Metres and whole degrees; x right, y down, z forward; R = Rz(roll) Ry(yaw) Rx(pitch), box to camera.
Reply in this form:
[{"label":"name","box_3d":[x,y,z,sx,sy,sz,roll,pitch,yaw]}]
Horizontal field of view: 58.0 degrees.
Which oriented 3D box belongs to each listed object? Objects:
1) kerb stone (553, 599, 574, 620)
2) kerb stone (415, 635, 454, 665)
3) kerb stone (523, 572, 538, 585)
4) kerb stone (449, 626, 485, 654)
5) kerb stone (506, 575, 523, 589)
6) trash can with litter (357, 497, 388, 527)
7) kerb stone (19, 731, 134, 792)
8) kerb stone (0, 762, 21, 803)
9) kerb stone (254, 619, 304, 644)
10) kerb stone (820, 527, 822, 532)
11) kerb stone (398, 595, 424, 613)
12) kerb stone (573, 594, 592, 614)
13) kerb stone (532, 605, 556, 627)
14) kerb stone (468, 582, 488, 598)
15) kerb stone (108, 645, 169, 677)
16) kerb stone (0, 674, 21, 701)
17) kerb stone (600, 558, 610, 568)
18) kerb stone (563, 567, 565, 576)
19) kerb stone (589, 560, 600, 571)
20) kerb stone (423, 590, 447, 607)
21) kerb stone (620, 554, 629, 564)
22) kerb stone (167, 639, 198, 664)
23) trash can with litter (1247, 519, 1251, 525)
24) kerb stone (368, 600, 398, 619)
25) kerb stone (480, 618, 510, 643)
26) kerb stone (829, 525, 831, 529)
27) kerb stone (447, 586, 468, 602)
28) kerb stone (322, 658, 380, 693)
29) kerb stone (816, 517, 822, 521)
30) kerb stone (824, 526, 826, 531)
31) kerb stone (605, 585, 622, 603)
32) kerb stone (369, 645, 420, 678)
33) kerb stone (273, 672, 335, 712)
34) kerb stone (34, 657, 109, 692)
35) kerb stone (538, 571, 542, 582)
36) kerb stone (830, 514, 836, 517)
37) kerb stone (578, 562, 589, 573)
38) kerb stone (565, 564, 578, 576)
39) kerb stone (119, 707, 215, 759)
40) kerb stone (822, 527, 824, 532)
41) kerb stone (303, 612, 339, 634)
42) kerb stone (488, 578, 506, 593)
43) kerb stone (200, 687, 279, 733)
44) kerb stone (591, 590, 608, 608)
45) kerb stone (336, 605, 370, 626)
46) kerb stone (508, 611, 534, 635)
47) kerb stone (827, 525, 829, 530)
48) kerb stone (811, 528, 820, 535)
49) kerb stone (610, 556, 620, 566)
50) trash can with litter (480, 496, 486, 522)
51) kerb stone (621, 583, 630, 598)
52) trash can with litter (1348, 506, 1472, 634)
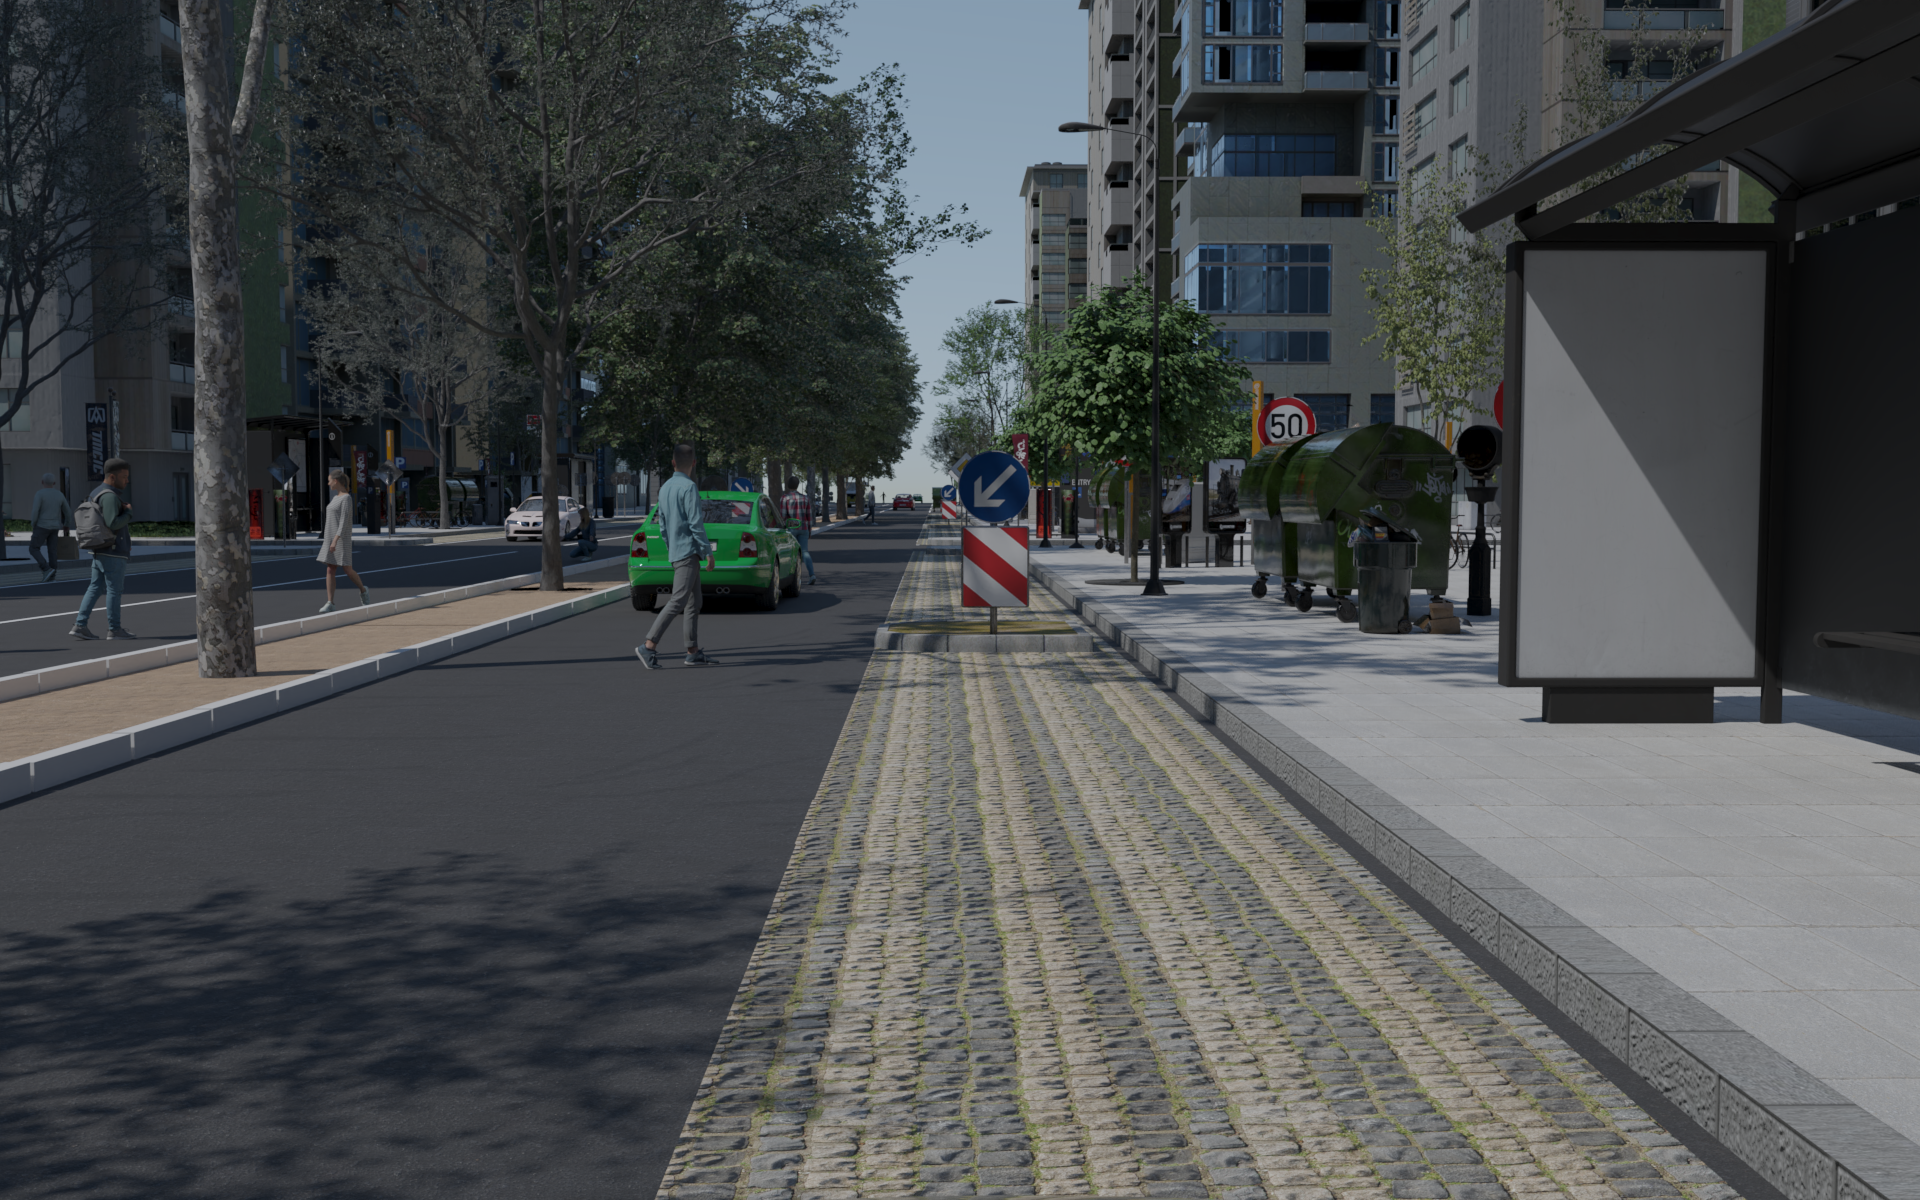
[{"label":"kerb stone","box_3d":[-4.668,0.129,20.094,0.120,0.150,1.000,0,4,-1]},{"label":"kerb stone","box_3d":[-4.594,0.444,14.972,0.120,0.150,1.000,0,4,-1]},{"label":"kerb stone","box_3d":[-6.866,-0.311,27.279,0.120,0.150,1.000,0,4,-1]},{"label":"kerb stone","box_3d":[-4.606,0.379,15.996,0.120,0.150,1.000,0,4,-1]},{"label":"kerb stone","box_3d":[-6.850,-0.248,26.253,0.120,0.150,1.000,0,4,-1]},{"label":"trash can with litter","box_3d":[-23.101,-3.469,68.112,1.055,1.170,0.624,-3,5,-44]},{"label":"kerb stone","box_3d":[-4.513,0.824,8.817,0.120,0.150,1.000,0,4,-1]},{"label":"kerb stone","box_3d":[-4.504,0.882,7.795,0.120,0.150,1.000,0,4,-1]},{"label":"kerb stone","box_3d":[-6.726,0.316,17.033,0.120,0.150,1.000,0,4,-1]},{"label":"kerb stone","box_3d":[-5.261,-2.535,63.718,0.120,0.150,1.000,0,4,-1]},{"label":"kerb stone","box_3d":[-6.779,0.065,21.131,0.120,0.150,1.000,0,4,-1]},{"label":"kerb stone","box_3d":[-4.672,0.066,21.116,0.120,0.150,1.000,0,4,-1]},{"label":"kerb stone","box_3d":[-4.649,0.191,19.072,0.120,0.150,1.000,0,4,-1]},{"label":"kerb stone","box_3d":[-6.819,-0.123,24.209,0.120,0.150,1.000,0,4,-1]},{"label":"kerb stone","box_3d":[-6.678,0.506,13.956,0.120,0.150,1.000,0,4,-1]},{"label":"kerb stone","box_3d":[-6.656,0.633,11.911,0.120,0.150,1.000,0,4,-1]},{"label":"kerb stone","box_3d":[-6.953,-0.686,33.429,0.120,0.150,1.000,0,4,-1]},{"label":"kerb stone","box_3d":[-6.897,-0.436,29.328,0.120,0.150,1.000,0,4,-1]},{"label":"kerb stone","box_3d":[-6.935,-0.622,32.406,0.120,0.150,1.000,0,4,-1]},{"label":"kerb stone","box_3d":[-6.800,0.003,22.153,0.120,0.150,1.000,0,4,-1]},{"label":"kerb stone","box_3d":[-6.980,-0.812,35.478,0.120,0.150,1.000,0,4,-1]},{"label":"kerb stone","box_3d":[-6.693,0.443,14.978,0.120,0.150,1.000,0,4,-1]},{"label":"trash can with litter","box_3d":[11.988,-3.752,72.736,1.055,1.170,0.624,0,4,-4]},{"label":"kerb stone","box_3d":[-6.770,0.128,20.103,0.120,0.150,1.000,0,4,-1]},{"label":"kerb stone","box_3d":[-4.629,0.317,17.018,0.120,0.150,1.000,0,4,-1]},{"label":"kerb stone","box_3d":[-5.335,-2.849,68.833,0.120,0.150,1.000,0,4,-1]},{"label":"kerb stone","box_3d":[-6.810,-0.060,23.178,0.120,0.150,1.000,0,4,-1]},{"label":"kerb stone","box_3d":[-4.569,0.571,12.920,0.120,0.150,1.000,0,4,-1]},{"label":"kerb stone","box_3d":[-7.813,-4.534,96.434,0.120,0.150,1.000,0,4,-1]},{"label":"kerb stone","box_3d":[-5.295,-2.662,65.762,0.120,0.150,1.000,0,4,-1]},{"label":"kerb stone","box_3d":[-4.704,-0.059,23.170,0.120,0.150,1.000,0,4,-1]},{"label":"kerb stone","box_3d":[-4.580,0.504,13.947,0.120,0.150,1.000,0,4,-1]},{"label":"kerb stone","box_3d":[-4.545,0.637,11.889,0.120,0.150,1.000,0,4,-1]},{"label":"kerb stone","box_3d":[-6.673,0.566,12.934,0.120,0.150,1.000,0,4,-1]},{"label":"kerb stone","box_3d":[-6.878,-0.373,28.301,0.120,0.150,1.000,0,4,-1]},{"label":"kerb stone","box_3d":[-7.989,-5.294,108.760,0.120,0.150,1.000,0,4,-1]},{"label":"kerb stone","box_3d":[-6.924,-0.562,31.383,0.120,0.150,1.000,0,4,-1]},{"label":"kerb stone","box_3d":[-6.912,-0.499,30.358,0.120,0.150,1.000,0,4,-1]},{"label":"kerb stone","box_3d":[-4.522,0.759,9.843,0.120,0.150,1.000,0,4,-1]},{"label":"kerb stone","box_3d":[-5.278,-2.602,64.740,0.120,0.150,1.000,0,4,-1]},{"label":"kerb stone","box_3d":[-6.735,0.257,18.057,0.120,0.150,1.000,0,4,-1]},{"label":"kerb stone","box_3d":[-6.836,-0.186,25.231,0.120,0.150,1.000,0,4,-1]},{"label":"kerb stone","box_3d":[-4.538,0.693,10.866,0.120,0.150,1.000,0,4,-1]},{"label":"kerb stone","box_3d":[-4.692,0.003,22.144,0.120,0.150,1.000,0,4,-1]},{"label":"kerb stone","box_3d":[-6.754,0.191,19.079,0.120,0.150,1.000,0,4,-1]},{"label":"kerb stone","box_3d":[-4.642,0.254,18.050,0.120,0.150,1.000,0,4,-1]},{"label":"kerb stone","box_3d":[-5.318,-2.790,67.807,0.120,0.150,1.000,0,4,-1]},{"label":"kerb stone","box_3d":[-5.248,-2.476,62.678,0.120,0.150,1.000,0,4,-1]},{"label":"kerb stone","box_3d":[-6.958,-0.749,34.456,0.120,0.150,1.000,0,4,-1]},{"label":"trash can with litter","box_3d":[-21.957,-4.183,79.783,0.624,1.170,1.055,0,4,-5]},{"label":"kerb stone","box_3d":[-4.728,-0.122,24.192,0.120,0.150,1.000,0,4,-1]},{"label":"trash can with litter","box_3d":[4.162,-0.284,16.039,1.055,1.170,0.624,0,4,0]}]
